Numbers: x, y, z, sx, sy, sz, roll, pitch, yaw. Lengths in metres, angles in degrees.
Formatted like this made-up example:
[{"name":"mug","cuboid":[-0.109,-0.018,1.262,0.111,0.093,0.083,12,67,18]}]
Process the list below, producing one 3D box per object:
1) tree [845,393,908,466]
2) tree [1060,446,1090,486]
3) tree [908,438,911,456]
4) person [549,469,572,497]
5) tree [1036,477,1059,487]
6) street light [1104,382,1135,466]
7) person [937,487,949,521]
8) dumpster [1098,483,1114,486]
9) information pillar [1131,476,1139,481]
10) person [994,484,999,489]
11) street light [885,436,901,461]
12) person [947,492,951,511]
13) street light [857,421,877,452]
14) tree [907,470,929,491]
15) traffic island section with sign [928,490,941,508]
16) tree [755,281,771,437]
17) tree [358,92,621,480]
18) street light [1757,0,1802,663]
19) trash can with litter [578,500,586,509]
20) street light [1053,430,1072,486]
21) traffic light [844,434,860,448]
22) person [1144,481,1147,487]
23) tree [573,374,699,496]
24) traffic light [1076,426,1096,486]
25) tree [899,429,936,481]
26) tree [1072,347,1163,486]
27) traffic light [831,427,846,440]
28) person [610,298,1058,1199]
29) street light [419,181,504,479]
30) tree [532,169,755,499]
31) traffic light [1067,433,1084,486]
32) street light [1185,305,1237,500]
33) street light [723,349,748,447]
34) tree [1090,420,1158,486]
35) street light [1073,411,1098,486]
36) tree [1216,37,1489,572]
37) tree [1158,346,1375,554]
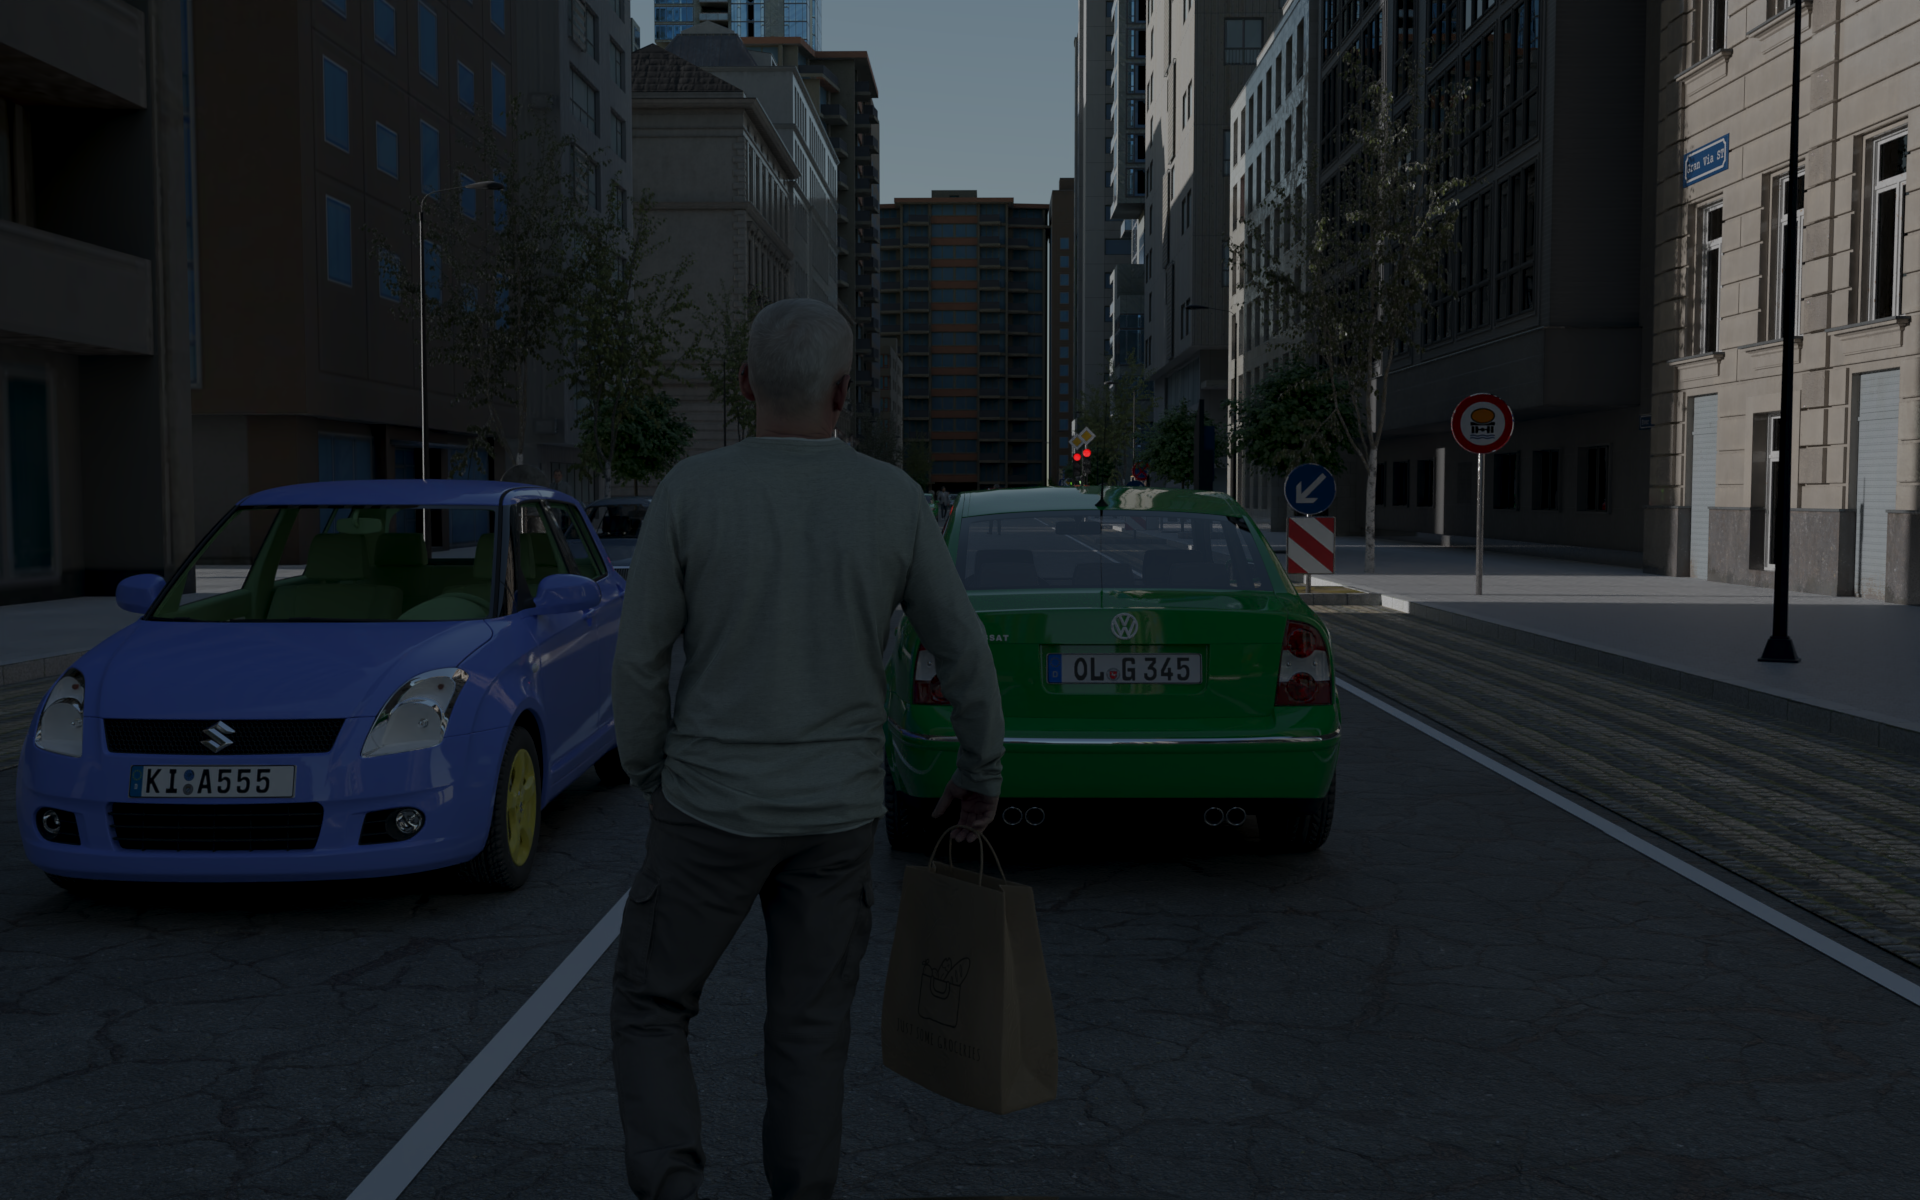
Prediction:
[{"name":"tree","cuboid":[-6.264,-10.714,125.539,4.360,8.622,3.978,0,3,0]},{"name":"tree","cuboid":[8.045,-7.184,101.167,4.285,4.588,4.351,0,3,0]},{"name":"tree","cuboid":[-6.270,-12.095,148.112,4.360,8.622,3.978,0,3,0]},{"name":"person","cuboid":[-8.581,-1.885,36.970,0.635,1.810,0.391,1,4,12]},{"name":"tree","cuboid":[9.284,-11.203,177.767,1.663,3.219,1.824,0,3,0]},{"name":"street light","cuboid":[6.656,-6.057,71.580,1.470,5.913,1.316,0,4,1]},{"name":"person","cuboid":[-0.913,-5.234,93.927,0.661,1.843,0.795,-1,4,-10]},{"name":"dumpster","cuboid":[7.706,-5.222,91.144,1.264,1.857,1.865,0,4,1]},{"name":"information pillar","cuboid":[7.162,-4.040,70.546,0.304,2.012,0.304,-2,4,-25]},{"name":"person","cuboid":[1.236,-3.173,60.781,0.661,1.777,0.834,-1,4,-21]},{"name":"street light","cuboid":[-5.435,-10.188,139.111,1.470,5.913,1.316,0,4,1]},{"name":"person","cuboid":[-1.001,-8.322,146.380,0.589,1.601,0.330,0,4,-6]},{"name":"street light","cuboid":[-5.934,-8.391,109.741,1.470,5.913,1.316,0,4,1]},{"name":"tree","cuboid":[-5.325,-14.000,212.612,4.285,4.588,4.351,0,3,0]},{"name":"traffic island section with sign","cuboid":[-2.919,-10.630,182.422,1.989,1.847,2.006,0,4,1]},{"name":"tree","cuboid":[-7.235,-6.679,59.569,4.737,8.622,4.395,0,3,0]},{"name":"tree","cuboid":[-8.252,-4.954,31.354,4.360,8.622,3.978,0,3,0]},{"name":"street light","cuboid":[5.749,-2.483,13.133,1.470,5.913,1.316,0,4,1]},{"name":"trash can with litter","cuboid":[-7.572,-1.398,34.239,0.624,1.170,1.055,-1,4,-16]},{"name":"street light","cuboid":[7.731,-9.384,125.964,1.470,5.913,1.316,0,4,1]},{"name":"traffic light","cuboid":[-4.986,-5.580,80.161,0.839,4.253,0.868,0,4,1]},{"name":"person","cuboid":[7.556,-3.899,69.798,0.555,1.821,0.388,2,4,32]},{"name":"tree","cuboid":[-8.783,-3.862,46.855,4.285,4.588,4.351,0,3,0]},{"name":"traffic light","cuboid":[5.235,-5.082,72.013,0.839,4.253,0.868,0,4,1]},{"name":"tree","cuboid":[-5.005,-14.997,195.567,4.737,8.622,4.395,0,3,0]},{"name":"tree","cuboid":[7.897,-8.307,86.186,4.737,8.622,4.395,0,3,0]},{"name":"traffic light","cuboid":[-5.125,-5.092,72.177,0.839,4.253,0.868,0,4,1]},{"name":"person","cuboid":[-0.219,0.366,2.995,0.782,1.767,0.515,-1,4,-16]},{"name":"street light","cuboid":[-7.467,-3.263,25.892,1.470,5.913,1.316,0,4,1]},{"name":"tree","cuboid":[-8.111,-5.507,40.399,4.737,8.622,4.395,0,3,0]},{"name":"traffic light","cuboid":[5.374,-5.570,79.997,0.839,4.253,0.868,0,4,1]},{"name":"street light","cuboid":[6.228,-4.287,42.634,1.470,5.913,1.316,0,4,1]},{"name":"street light","cuboid":[-6.941,-5.051,55.122,1.470,5.913,1.316,0,4,1]},{"name":"tree","cuboid":[7.482,-4.518,57.576,4.285,4.588,4.351,0,3,0]},{"name":"street light","cuboid":[7.171,-7.613,97.020,1.470,5.913,1.316,0,4,1]},{"name":"tree","cuboid":[6.626,-4.771,28.369,4.360,8.622,3.978,0,3,0]},{"name":"tree","cuboid":[7.405,-3.299,37.657,4.285,4.588,4.351,0,3,0]}]
